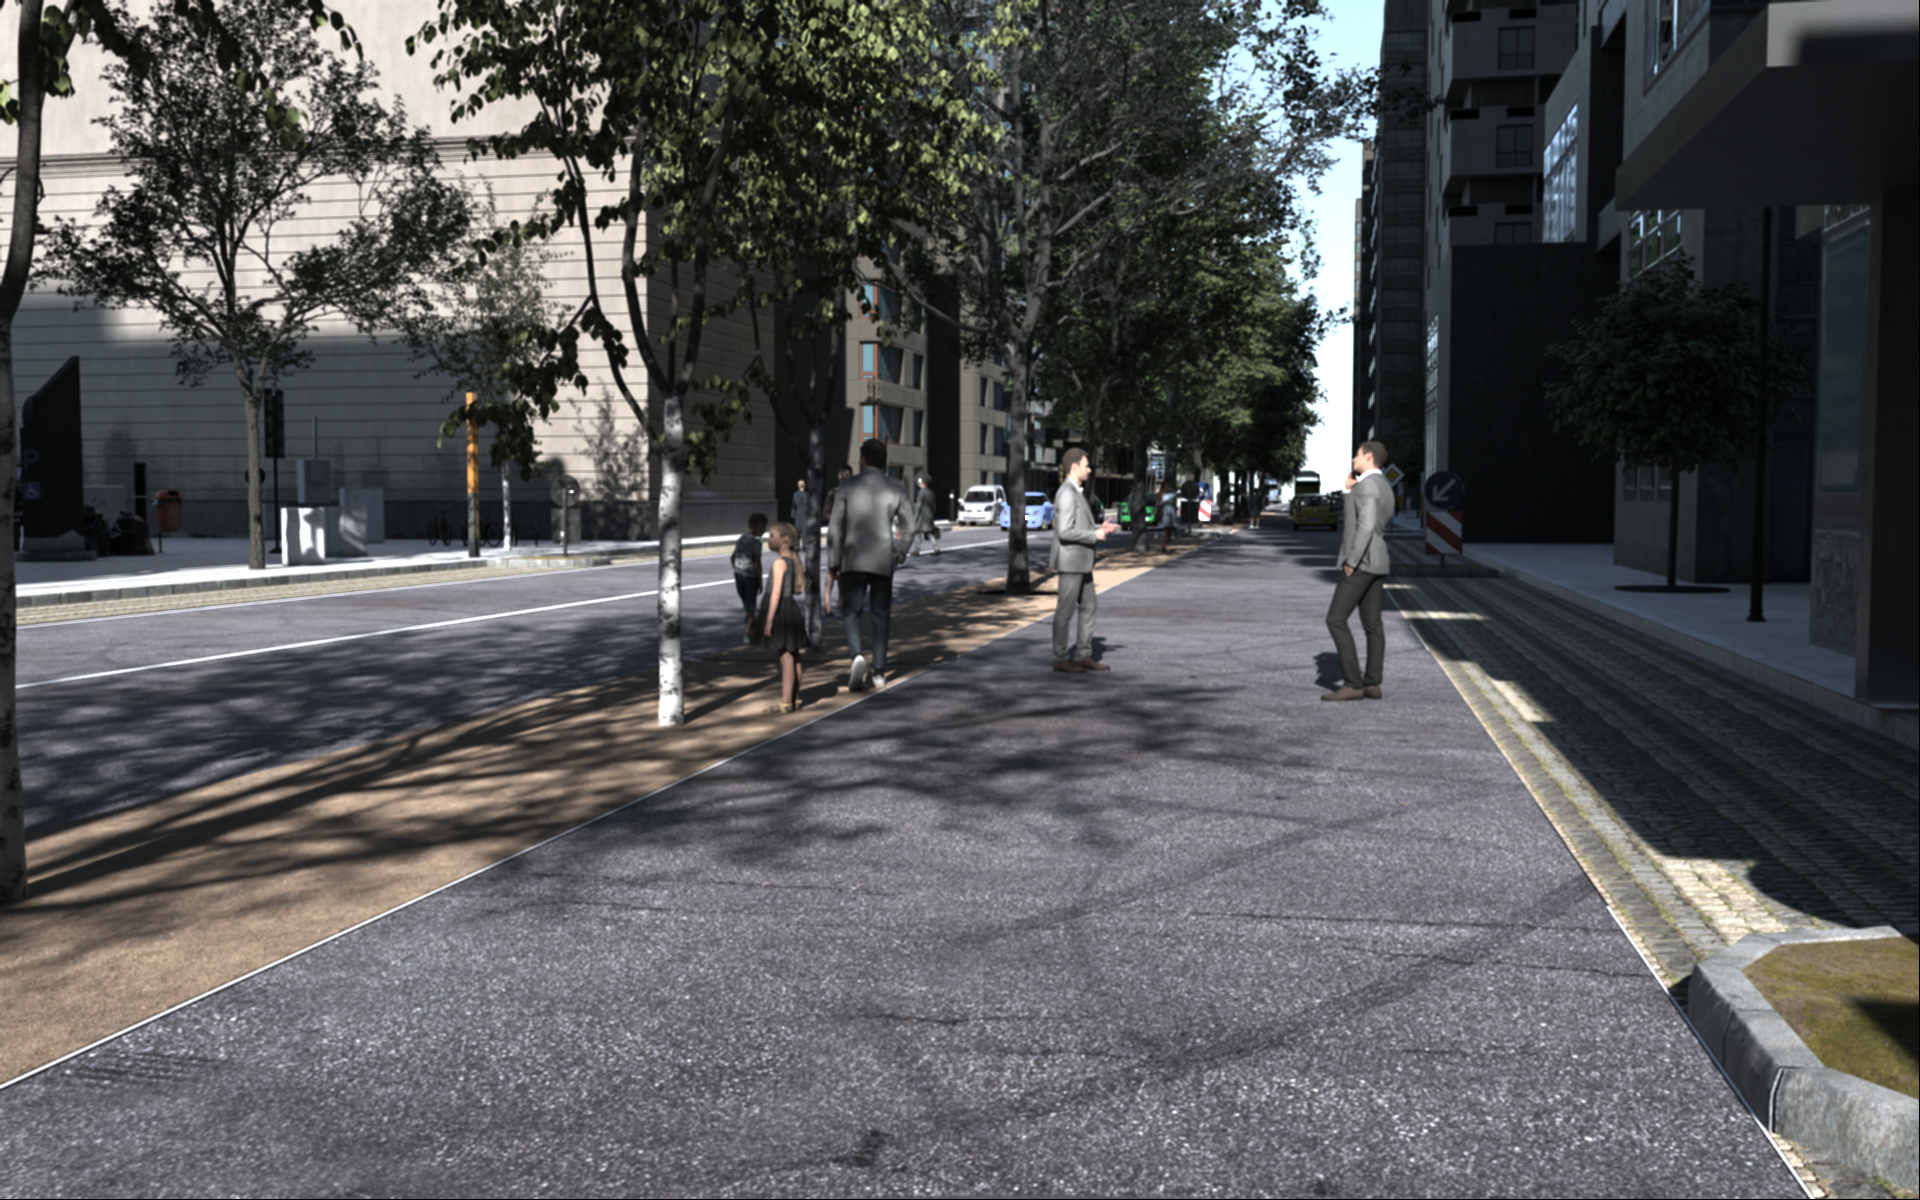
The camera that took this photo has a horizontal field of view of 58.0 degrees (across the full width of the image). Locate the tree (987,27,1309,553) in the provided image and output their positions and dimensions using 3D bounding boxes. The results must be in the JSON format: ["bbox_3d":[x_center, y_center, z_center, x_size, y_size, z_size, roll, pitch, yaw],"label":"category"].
[{"bbox_3d":[4.413,-7.398,41.541,7.486,12.596,7.792,0,3,0],"label":"tree"}]

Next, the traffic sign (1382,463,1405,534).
[{"bbox_3d":[13.806,-3.164,55.373,0.795,2.450,0.064,1,4,12],"label":"traffic sign"}]

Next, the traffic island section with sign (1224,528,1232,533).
[{"bbox_3d":[9.027,-3.432,64.245,2.006,1.907,1.989,1,4,12],"label":"traffic island section with sign"}]

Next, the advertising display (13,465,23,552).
[{"bbox_3d":[-20.947,-2.015,38.159,0.974,1.923,0.123,-2,4,-29],"label":"advertising display"}]

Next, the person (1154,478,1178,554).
[{"bbox_3d":[4.884,-2.003,41.338,0.616,1.811,0.778,-1,4,-13],"label":"person"}]

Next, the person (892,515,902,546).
[{"bbox_3d":[-1.269,-1.160,32.155,0.352,1.250,0.332,-2,4,-31],"label":"person"}]

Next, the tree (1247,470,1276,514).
[{"bbox_3d":[17.920,-9.415,106.762,4.360,8.622,3.978,0,3,0],"label":"tree"}]

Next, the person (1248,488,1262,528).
[{"bbox_3d":[12.377,-3.848,72.419,0.522,1.701,0.512,3,5,39],"label":"person"}]

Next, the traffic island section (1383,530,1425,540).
[{"bbox_3d":[13.831,-2.028,55.445,2.009,0.180,2.903,1,4,12],"label":"traffic island section"}]

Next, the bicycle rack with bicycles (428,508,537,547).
[{"bbox_3d":[-11.715,-1.806,42.902,2.852,0.926,2.925,-2,4,-30],"label":"bicycle rack with bicycles"}]

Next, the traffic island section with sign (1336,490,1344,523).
[{"bbox_3d":[19.646,-4.678,85.111,1.989,1.847,2.006,1,4,12],"label":"traffic island section with sign"}]

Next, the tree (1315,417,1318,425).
[{"bbox_3d":[21.583,-11.529,125.374,8.767,10.594,7.601,1,4,12],"label":"tree"}]

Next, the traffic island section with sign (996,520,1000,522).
[{"bbox_3d":[2.906,-4.855,88.000,1.989,1.847,2.006,1,4,12],"label":"traffic island section with sign"}]

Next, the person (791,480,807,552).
[{"bbox_3d":[-3.929,-2.075,42.850,0.576,1.772,0.534,1,4,22],"label":"person"}]

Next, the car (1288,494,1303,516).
[{"bbox_3d":[22.909,-6.337,115.402,2.131,1.459,4.920,1,4,11],"label":"car"}]

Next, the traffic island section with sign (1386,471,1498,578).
[{"bbox_3d":[8.335,-1.335,30.451,1.989,1.847,2.006,1,4,12],"label":"traffic island section with sign"}]

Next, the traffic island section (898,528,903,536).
[{"bbox_3d":[-3.102,-2.242,58.942,2.009,0.180,2.903,1,4,12],"label":"traffic island section"}]

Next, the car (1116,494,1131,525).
[{"bbox_3d":[8.381,-4.195,80.385,2.131,1.459,4.920,1,4,11],"label":"car"}]

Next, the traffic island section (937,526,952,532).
[{"bbox_3d":[-1.483,-2.721,66.762,2.009,0.180,2.903,1,4,12],"label":"traffic island section"}]

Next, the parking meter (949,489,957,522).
[{"bbox_3d":[-0.341,-4.348,79.497,0.372,1.533,0.369,0,3,0],"label":"parking meter"}]

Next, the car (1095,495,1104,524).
[{"bbox_3d":[5.723,-4.263,81.494,2.131,1.459,4.920,1,4,10],"label":"car"}]

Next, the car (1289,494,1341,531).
[{"bbox_3d":[14.081,-3.577,68.710,2.015,1.641,3.980,1,4,11],"label":"car"}]

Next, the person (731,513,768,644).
[{"bbox_3d":[-2.022,-0.213,16.663,0.352,1.250,0.332,-1,4,-12],"label":"person"}]

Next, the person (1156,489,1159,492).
[{"bbox_3d":[12.760,-6.308,112.050,0.576,1.772,0.534,1,4,13],"label":"person"}]

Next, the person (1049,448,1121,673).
[{"bbox_3d":[1.002,-0.320,13.930,0.583,1.804,0.606,0,4,6],"label":"person"}]

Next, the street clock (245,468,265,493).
[{"bbox_3d":[-19.101,-2.594,46.974,0.358,2.002,0.471,3,5,43],"label":"street clock"}]

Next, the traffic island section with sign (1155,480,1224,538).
[{"bbox_3d":[7.516,-2.988,56.992,2.006,1.907,1.989,1,4,12],"label":"traffic island section with sign"}]

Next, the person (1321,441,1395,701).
[{"bbox_3d":[2.789,-0.210,12.113,0.473,1.802,0.592,3,5,44],"label":"person"}]

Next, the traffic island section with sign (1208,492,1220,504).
[{"bbox_3d":[35.532,-14.493,245.593,1.989,1.847,2.006,1,4,12],"label":"traffic island section with sign"}]

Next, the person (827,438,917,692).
[{"bbox_3d":[-0.642,-0.266,12.691,0.661,1.843,0.795,0,4,-7],"label":"person"}]

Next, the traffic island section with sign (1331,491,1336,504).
[{"bbox_3d":[25.231,-6.327,112.080,1.989,1.847,2.006,1,4,12],"label":"traffic island section with sign"}]

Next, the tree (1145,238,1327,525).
[{"bbox_3d":[12.227,-10.410,79.310,9.857,13.997,8.962,0,3,0],"label":"tree"}]

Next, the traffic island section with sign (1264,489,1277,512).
[{"bbox_3d":[24.247,-7.932,137.831,2.006,1.907,1.989,1,4,12],"label":"traffic island section with sign"}]

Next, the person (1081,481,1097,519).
[{"bbox_3d":[3.362,-2.339,47.022,0.678,1.792,0.850,-1,4,-9],"label":"person"}]

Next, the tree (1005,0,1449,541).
[{"bbox_3d":[7.417,-11.787,51.058,12.611,20.169,13.585,0,3,0],"label":"tree"}]

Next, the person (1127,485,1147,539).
[{"bbox_3d":[5.733,-2.822,55.313,0.598,1.740,0.731,3,5,41],"label":"person"}]

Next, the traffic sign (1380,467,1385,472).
[{"bbox_3d":[15.425,-3.642,63.193,0.795,2.450,0.064,1,4,12],"label":"traffic sign"}]

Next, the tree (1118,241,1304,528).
[{"bbox_3d":[9.344,-8.574,68.394,9.928,11.665,9.643,0,3,0],"label":"tree"}]

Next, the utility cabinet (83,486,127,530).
[{"bbox_3d":[-22.996,-2.306,46.390,1.173,1.500,0.318,-1,4,-9],"label":"utility cabinet"}]

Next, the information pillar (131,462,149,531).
[{"bbox_3d":[-18.823,-2.158,39.773,0.304,2.012,0.304,-2,4,-29],"label":"information pillar"}]

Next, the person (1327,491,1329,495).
[{"bbox_3d":[62.174,-17.427,293.063,1.348,1.869,0.705,-2,4,-25],"label":"person"}]

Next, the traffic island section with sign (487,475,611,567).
[{"bbox_3d":[-8.119,-1.594,34.683,1.989,1.847,2.006,1,4,12],"label":"traffic island section with sign"}]

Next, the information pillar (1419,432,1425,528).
[{"bbox_3d":[17.290,-4.484,64.672,0.183,3.616,0.504,1,4,22],"label":"information pillar"}]

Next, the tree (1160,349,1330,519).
[{"bbox_3d":[16.400,-11.025,99.729,9.611,12.733,9.660,0,3,0],"label":"tree"}]

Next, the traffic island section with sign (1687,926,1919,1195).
[{"bbox_3d":[2.871,0.280,4.053,1.989,1.847,2.006,1,4,12],"label":"traffic island section with sign"}]

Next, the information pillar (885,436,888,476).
[{"bbox_3d":[-2.984,-4.820,70.163,0.183,3.616,0.504,0,4,4],"label":"information pillar"}]

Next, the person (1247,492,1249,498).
[{"bbox_3d":[41.782,-14.769,250.709,1.217,1.736,0.721,1,4,13],"label":"person"}]

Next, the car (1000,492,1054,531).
[{"bbox_3d":[2.654,-3.576,68.067,1.945,1.707,3.694,1,4,12],"label":"car"}]

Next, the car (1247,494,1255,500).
[{"bbox_3d":[34.788,-11.923,204.723,2.009,1.686,4.222,1,4,10],"label":"car"}]

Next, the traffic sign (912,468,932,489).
[{"bbox_3d":[-1.459,-3.856,66.695,0.795,2.450,0.064,1,4,12],"label":"traffic sign"}]

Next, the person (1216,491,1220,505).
[{"bbox_3d":[32.563,-12.858,218.869,0.705,1.807,1.348,-1,4,-17],"label":"person"}]

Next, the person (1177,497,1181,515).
[{"bbox_3d":[14.972,-6.414,118.388,0.382,1.210,0.505,2,4,35],"label":"person"}]

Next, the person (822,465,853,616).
[{"bbox_3d":[-1.398,-0.714,20.518,0.599,1.781,0.374,-3,5,-42],"label":"person"}]

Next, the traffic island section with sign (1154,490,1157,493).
[{"bbox_3d":[18.710,-9.522,164.320,1.989,1.847,2.006,1,4,12],"label":"traffic island section with sign"}]

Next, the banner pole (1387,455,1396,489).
[{"bbox_3d":[27.710,-7.423,111.375,0.401,3.779,0.863,-3,5,-43],"label":"banner pole"}]

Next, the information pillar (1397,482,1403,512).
[{"bbox_3d":[30.826,-7.964,121.566,0.504,3.616,0.183,3,4,38],"label":"information pillar"}]

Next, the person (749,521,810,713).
[{"bbox_3d":[-1.180,0.114,11.310,0.373,1.253,0.362,1,4,14],"label":"person"}]

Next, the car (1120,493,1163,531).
[{"bbox_3d":[7.381,-3.616,67.922,1.959,1.807,4.718,1,4,13],"label":"car"}]

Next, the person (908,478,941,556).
[{"bbox_3d":[-0.825,-1.925,40.074,0.767,1.812,0.694,3,4,36],"label":"person"}]
